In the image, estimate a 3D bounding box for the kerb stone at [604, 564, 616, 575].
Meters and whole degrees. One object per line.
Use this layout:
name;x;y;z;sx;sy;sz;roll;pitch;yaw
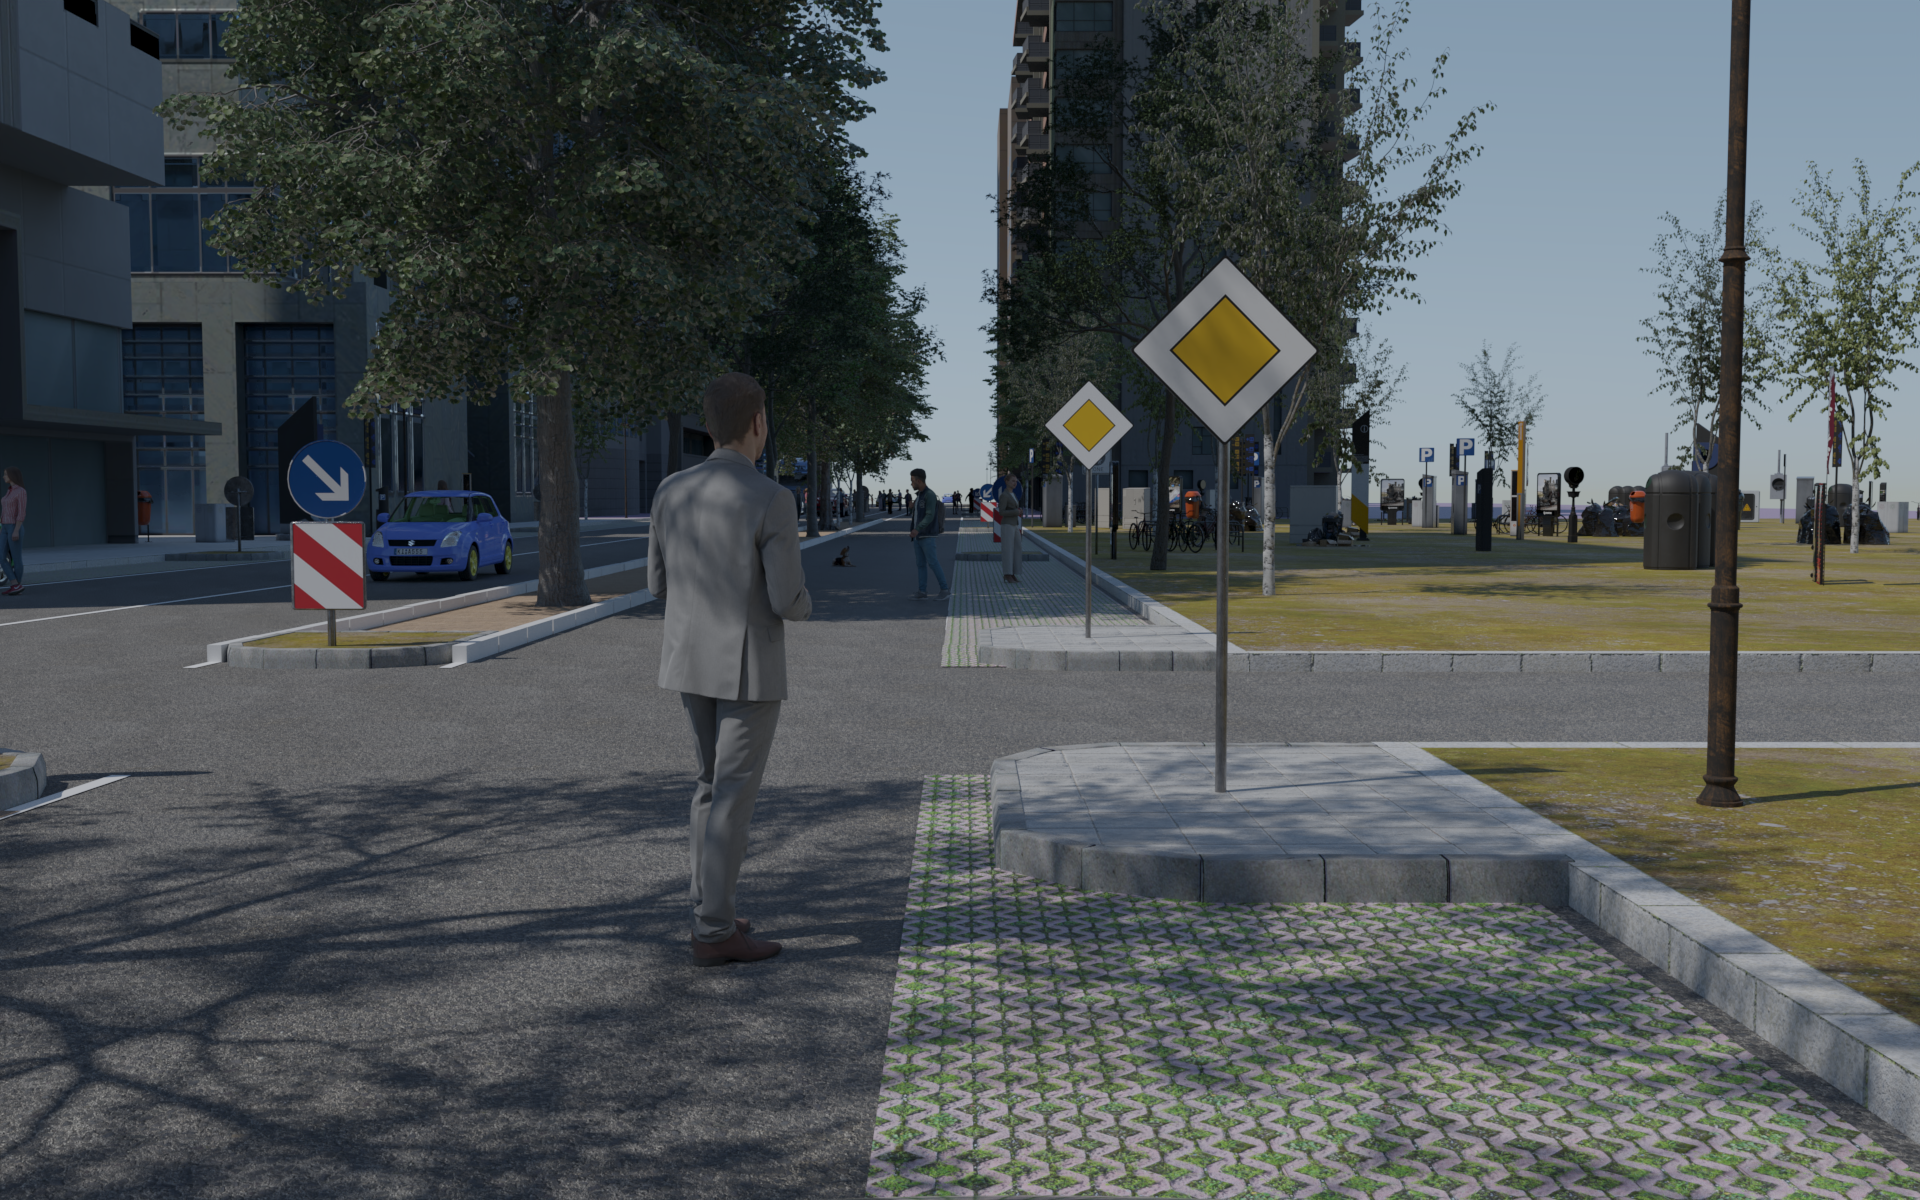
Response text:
kerb stone;-6.290;-0.514;30.596;0.120;0.150;1.000;0;4;0

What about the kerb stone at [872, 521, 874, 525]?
kerb stone;-4.066;-3.396;77.728;0.120;0.150;1.000;0;4;0

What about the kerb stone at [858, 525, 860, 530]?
kerb stone;-4.100;-2.769;67.472;0.120;0.150;1.000;0;4;0

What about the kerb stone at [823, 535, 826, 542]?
kerb stone;-4.137;-1.760;51.058;0.120;0.150;1.000;0;4;0

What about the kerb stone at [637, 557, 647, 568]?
kerb stone;-6.286;-0.702;33.672;0.120;0.150;1.000;0;4;0

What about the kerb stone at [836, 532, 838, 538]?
kerb stone;-4.137;-2.079;56.181;0.120;0.150;1.000;0;4;0

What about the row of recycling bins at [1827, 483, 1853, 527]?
row of recycling bins;34.853;-3.752;68.453;1.069;1.692;3.534;2;4;28

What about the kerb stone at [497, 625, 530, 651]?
kerb stone;-4.232;0.368;16.186;0.120;0.150;1.000;0;4;0

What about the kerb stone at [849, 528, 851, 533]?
kerb stone;-4.107;-2.456;62.346;0.120;0.150;1.000;0;4;0

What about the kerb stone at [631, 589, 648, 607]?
kerb stone;-4.212;-0.007;22.348;0.120;0.150;1.000;0;4;0

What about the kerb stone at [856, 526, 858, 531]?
kerb stone;-4.100;-2.706;66.441;0.120;0.150;1.000;0;4;0

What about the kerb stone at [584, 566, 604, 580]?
kerb stone;-6.293;-0.451;29.574;0.120;0.150;1.000;0;4;0

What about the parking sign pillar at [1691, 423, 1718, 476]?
parking sign pillar;28.203;-4.687;65.109;1.447;3.967;1.447;-3;4;-36

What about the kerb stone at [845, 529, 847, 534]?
kerb stone;-4.114;-2.330;60.292;0.120;0.150;1.000;0;4;0

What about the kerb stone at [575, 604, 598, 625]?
kerb stone;-4.221;0.182;19.273;0.120;0.150;1.000;0;4;0

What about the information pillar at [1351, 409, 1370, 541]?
information pillar;11.006;-3.438;47.560;0.504;3.616;0.183;0;4;5

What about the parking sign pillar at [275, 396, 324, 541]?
parking sign pillar;-18.283;-3.648;48.109;1.447;3.967;1.447;1;4;23

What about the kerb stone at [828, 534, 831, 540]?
kerb stone;-4.138;-1.890;53.107;0.120;0.150;1.000;0;4;0

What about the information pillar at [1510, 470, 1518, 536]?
information pillar;16.875;-2.932;52.423;0.304;2.012;0.304;-3;5;-41

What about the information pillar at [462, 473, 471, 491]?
information pillar;-17.423;-3.469;61.209;0.304;2.012;0.304;-1;4;-13

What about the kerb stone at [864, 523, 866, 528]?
kerb stone;-4.093;-3.020;71.578;0.120;0.150;1.000;0;4;0

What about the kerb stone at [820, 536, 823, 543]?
kerb stone;-4.144;-1.702;50.026;0.120;0.150;1.000;0;4;0

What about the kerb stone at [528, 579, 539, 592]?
kerb stone;-6.306;-0.200;25.465;0.120;0.150;1.000;0;4;0

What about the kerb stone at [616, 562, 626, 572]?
kerb stone;-6.298;-0.574;31.618;0.120;0.150;1.000;0;4;0

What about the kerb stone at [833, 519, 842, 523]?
kerb stone;-6.153;-3.960;86.938;0.120;0.150;1.000;0;4;0

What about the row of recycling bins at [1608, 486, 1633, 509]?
row of recycling bins;32.839;-4.725;84.359;1.069;1.692;3.534;-1;4;-15

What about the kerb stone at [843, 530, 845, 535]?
kerb stone;-4.118;-2.259;59.269;0.120;0.150;1.000;0;4;0

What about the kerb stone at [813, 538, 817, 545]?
kerb stone;-4.143;-1.577;47.977;0.120;0.150;1.000;0;4;0

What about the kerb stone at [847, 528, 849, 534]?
kerb stone;-4.125;-2.393;61.319;0.120;0.150;1.000;0;4;0

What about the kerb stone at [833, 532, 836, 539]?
kerb stone;-4.132;-2.012;55.160;0.120;0.150;1.000;0;4;0

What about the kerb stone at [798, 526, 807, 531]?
kerb stone;-6.195;-2.825;68.501;0.120;0.150;1.000;0;4;0

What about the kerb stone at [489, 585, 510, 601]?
kerb stone;-6.313;-0.075;23.417;0.120;0.150;1.000;0;4;0

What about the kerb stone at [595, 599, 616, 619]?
kerb stone;-4.221;0.118;20.295;0.120;0.150;1.000;0;4;0

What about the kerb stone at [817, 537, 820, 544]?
kerb stone;-4.145;-1.639;48.999;0.120;0.150;1.000;0;4;0

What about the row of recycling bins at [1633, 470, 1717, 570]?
row of recycling bins;12.837;-1.435;30.572;1.069;1.692;3.534;2;4;32

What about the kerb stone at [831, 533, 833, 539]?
kerb stone;-4.133;-1.954;54.137;0.120;0.150;1.000;0;4;0

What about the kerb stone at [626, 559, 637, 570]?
kerb stone;-6.287;-0.633;32.650;0.120;0.150;1.000;0;4;0

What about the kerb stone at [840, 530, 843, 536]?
kerb stone;-4.120;-2.204;58.238;0.120;0.150;1.000;0;4;0

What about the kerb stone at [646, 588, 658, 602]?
kerb stone;-4.209;-0.072;23.376;0.120;0.150;1.000;0;4;0

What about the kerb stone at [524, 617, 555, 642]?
kerb stone;-4.230;0.305;17.215;0.120;0.150;1.000;0;4;0

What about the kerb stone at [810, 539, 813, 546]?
kerb stone;-4.149;-1.514;46.956;0.120;0.150;1.000;0;4;0

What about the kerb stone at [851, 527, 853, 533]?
kerb stone;-4.108;-2.518;63.371;0.120;0.150;1.000;0;4;0

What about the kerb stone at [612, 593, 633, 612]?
kerb stone;-4.218;0.053;21.326;0.120;0.150;1.000;0;4;0

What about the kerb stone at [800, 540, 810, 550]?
kerb stone;-4.149;-1.452;45.932;0.120;0.150;1.000;0;4;0

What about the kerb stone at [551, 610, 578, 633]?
kerb stone;-4.224;0.242;18.251;0.120;0.150;1.000;0;4;0

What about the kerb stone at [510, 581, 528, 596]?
kerb stone;-6.314;-0.137;24.443;0.120;0.150;1.000;0;4;0

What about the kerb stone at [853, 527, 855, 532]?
kerb stone;-4.102;-2.580;64.393;0.120;0.150;1.000;0;4;0

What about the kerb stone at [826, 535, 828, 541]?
kerb stone;-4.135;-1.828;52.085;0.120;0.150;1.000;0;4;0

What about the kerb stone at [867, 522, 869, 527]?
kerb stone;-4.081;-3.145;73.624;0.120;0.150;1.000;0;4;0

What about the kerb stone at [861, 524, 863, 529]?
kerb stone;-4.093;-2.895;69.527;0.120;0.150;1.000;0;4;0

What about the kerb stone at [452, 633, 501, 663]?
kerb stone;-4.236;0.430;15.161;0.120;0.150;1.000;0;4;0

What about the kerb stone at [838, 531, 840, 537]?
kerb stone;-4.130;-2.139;57.209;0.120;0.150;1.000;0;4;0
